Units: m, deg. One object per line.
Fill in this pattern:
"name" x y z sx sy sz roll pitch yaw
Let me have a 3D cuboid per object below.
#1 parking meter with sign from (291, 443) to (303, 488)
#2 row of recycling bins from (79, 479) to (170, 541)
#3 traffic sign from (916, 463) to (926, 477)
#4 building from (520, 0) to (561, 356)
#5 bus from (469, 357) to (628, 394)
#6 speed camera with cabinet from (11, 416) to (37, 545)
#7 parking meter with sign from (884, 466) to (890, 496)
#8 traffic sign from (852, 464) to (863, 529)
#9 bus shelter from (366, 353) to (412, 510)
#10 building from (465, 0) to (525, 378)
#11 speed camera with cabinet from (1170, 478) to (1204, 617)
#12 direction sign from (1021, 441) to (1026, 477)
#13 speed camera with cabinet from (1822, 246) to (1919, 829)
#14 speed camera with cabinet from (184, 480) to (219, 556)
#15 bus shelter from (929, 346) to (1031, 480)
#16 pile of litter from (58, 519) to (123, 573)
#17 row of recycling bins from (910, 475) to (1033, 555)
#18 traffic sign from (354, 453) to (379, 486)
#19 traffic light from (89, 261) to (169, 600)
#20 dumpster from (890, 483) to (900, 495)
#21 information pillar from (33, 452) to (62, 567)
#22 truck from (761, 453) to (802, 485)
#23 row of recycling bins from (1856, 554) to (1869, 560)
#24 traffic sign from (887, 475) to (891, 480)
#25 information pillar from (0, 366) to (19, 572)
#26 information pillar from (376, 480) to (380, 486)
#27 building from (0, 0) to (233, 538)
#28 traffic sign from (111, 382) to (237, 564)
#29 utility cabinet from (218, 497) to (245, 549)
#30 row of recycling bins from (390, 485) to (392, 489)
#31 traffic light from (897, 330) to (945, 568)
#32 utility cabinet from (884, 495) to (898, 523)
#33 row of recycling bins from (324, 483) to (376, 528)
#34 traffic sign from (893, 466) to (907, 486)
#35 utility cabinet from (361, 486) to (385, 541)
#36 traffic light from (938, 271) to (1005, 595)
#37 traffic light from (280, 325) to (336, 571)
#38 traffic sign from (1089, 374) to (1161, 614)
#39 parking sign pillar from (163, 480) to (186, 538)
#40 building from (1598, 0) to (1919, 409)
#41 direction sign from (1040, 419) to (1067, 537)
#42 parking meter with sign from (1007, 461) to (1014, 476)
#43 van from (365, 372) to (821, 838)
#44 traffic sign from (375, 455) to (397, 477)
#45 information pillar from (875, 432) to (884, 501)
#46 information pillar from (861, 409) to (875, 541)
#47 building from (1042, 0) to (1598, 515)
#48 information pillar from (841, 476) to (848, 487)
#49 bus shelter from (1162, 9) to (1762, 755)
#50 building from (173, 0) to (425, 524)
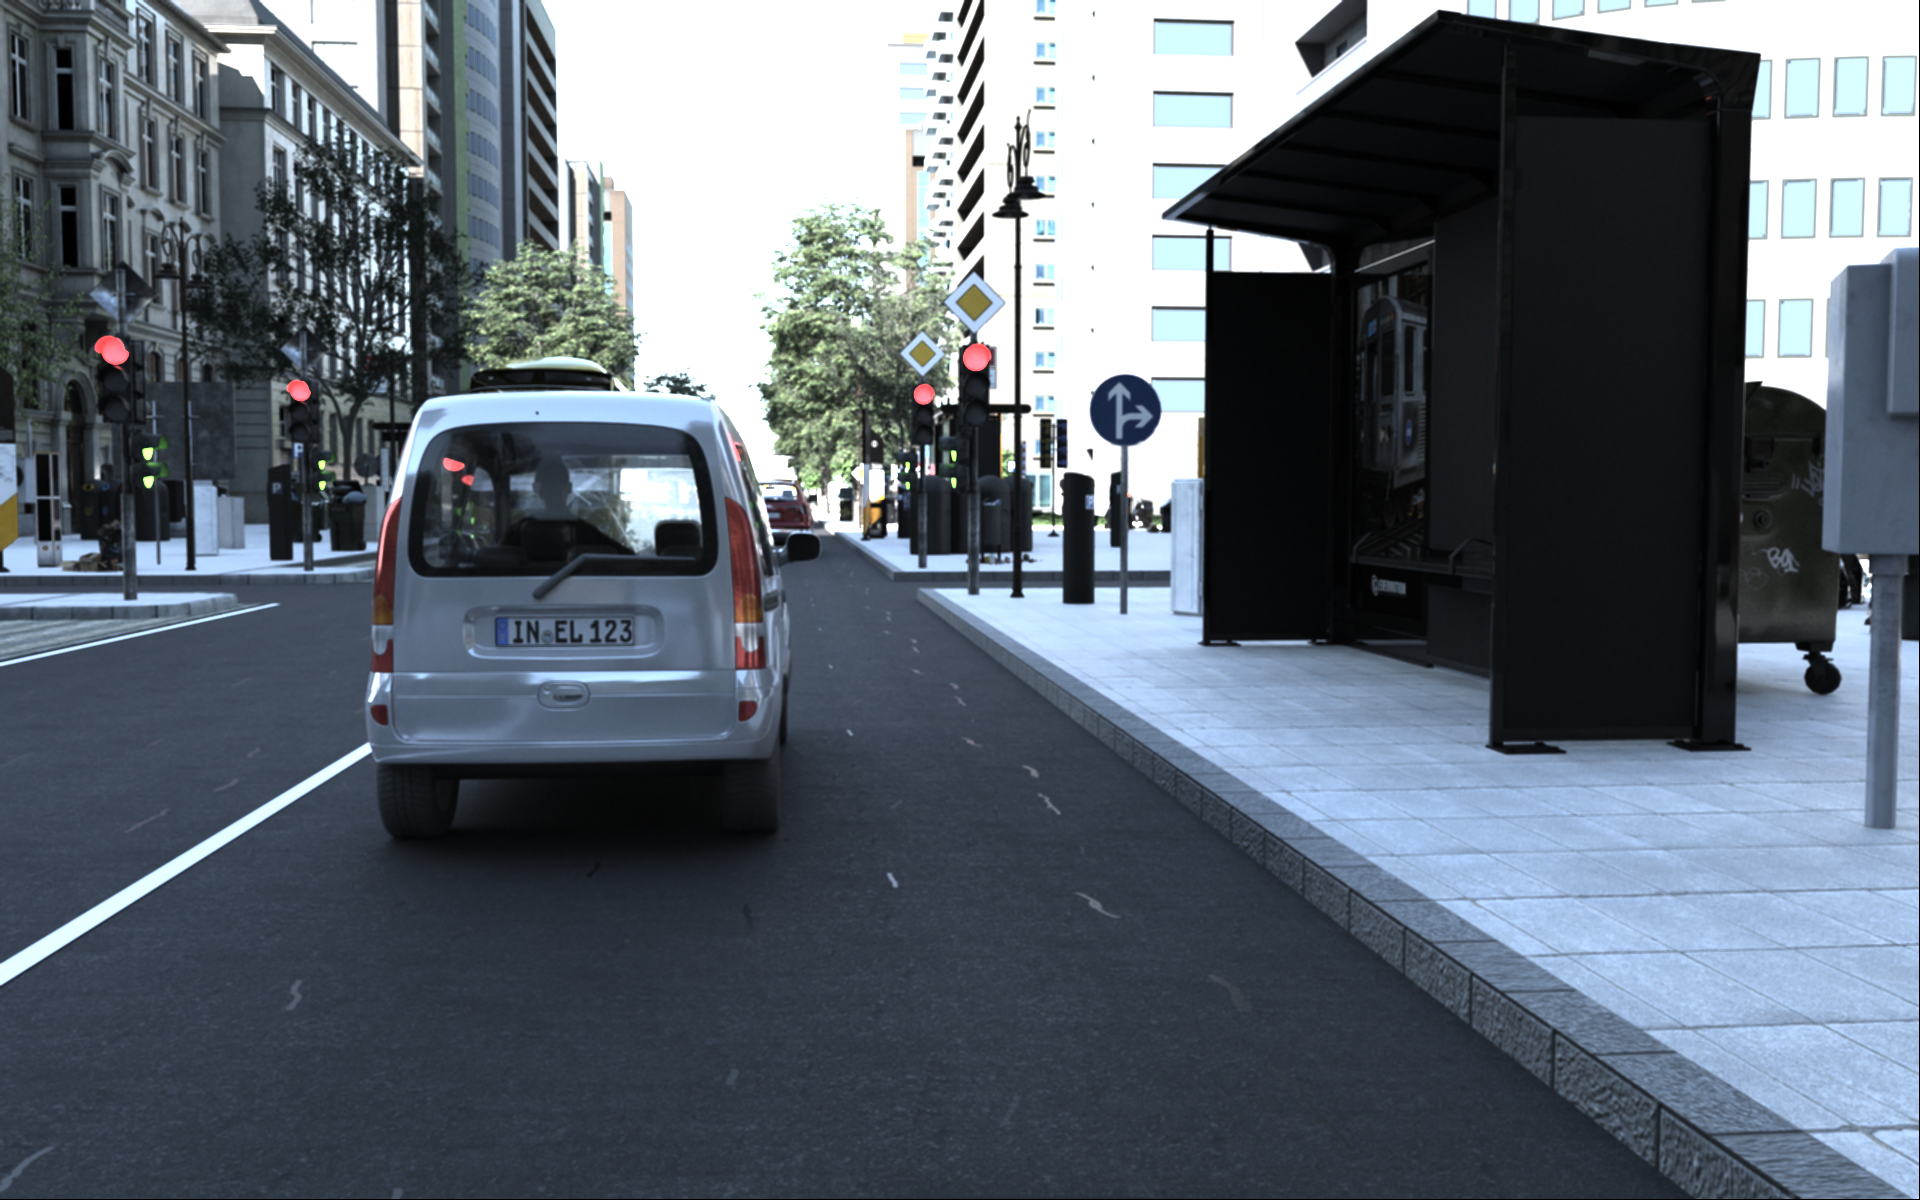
"parking meter with sign" -22.101 -3.714 56.991 0.543 3.016 1.738 0 4 7
"row of recycling bins" -23.194 -2.507 48.109 3.534 1.692 1.069 2 4 33
"traffic sign" -1.606 -3.912 63.971 0.884 2.594 0.081 0 4 -5
"building" -47.619 -32.394 153.343 21.300 48.544 21.600 0 4 -6
"bus" -7.826 -2.640 34.718 2.896 3.916 12.252 0 4 -8
"speed camera with cabinet" -24.302 -3.039 44.031 2.038 3.252 0.660 1 4 20
"parking meter with sign" -3.432 -5.102 79.682 0.543 3.016 1.738 0 4 3
"traffic sign" -3.581 -3.836 63.909 0.795 2.450 0.064 0 4 3
"bus shelter" -16.295 -4.562 52.226 2.179 5.291 8.768 0 4 -6
"building" -45.213 -35.853 128.196 21.231 58.520 28.212 0 4 -6
"speed camera with cabinet" 3.275 -1.487 18.655 2.038 3.252 0.660 -2 4 -27
"direction sign" 2.651 -5.033 74.293 0.379 3.537 0.876 -1 4 -19
"speed camera with cabinet" 4.391 -0.741 6.457 2.038 3.252 0.660 1 4 20
"speed camera with cabinet" -16.027 -2.580 36.525 0.660 3.252 2.038 -2 4 -26
"bus shelter" 0.188 -4.092 44.540 2.179 5.291 8.768 0 4 -6
"pile of litter" -14.470 -0.920 28.999 1.176 0.858 1.719 -1 4 -14
"row of recycling bins" 0.328 -1.872 37.728 1.069 1.692 3.534 3 5 43
"traffic sign" -18.555 -3.306 54.152 0.768 2.556 0.104 0 4 0
"traffic light" -10.050 -1.956 20.902 0.839 4.253 0.868 0 4 -6
"dumpster" -3.412 -5.379 93.698 1.264 1.857 1.865 0 4 -6
"information pillar" -16.015 -1.586 30.423 0.304 2.012 0.304 0 4 -2
"truck" -12.836 -8.288 124.414 2.839 4.237 11.283 0 4 -5
"row of recycling bins" 18.799 -1.645 34.009 3.534 1.692 1.069 0 4 -8
"traffic sign" -4.584 -6.424 105.144 0.768 2.556 0.104 0 3 0
"information pillar" -15.719 -2.260 28.314 0.504 3.616 0.183 -3 5 -42
"information pillar" -29.580 -5.133 88.423 0.304 2.012 0.304 2 4 23
"building" -33.736 -14.369 54.020 14.460 24.649 34.723 0 4 -6
"traffic sign" -14.281 -2.299 31.464 2.265 3.308 0.079 0 4 1
"utility cabinet" -17.201 -1.815 40.836 0.306 1.237 1.020 -3 5 -44
"row of recycling bins" -24.989 -4.134 74.699 1.069 1.692 3.534 2 4 29
"traffic light" -0.668 -2.507 29.914 0.839 4.253 0.868 0 4 -6
"utility cabinet" -2.908 -4.011 76.734 1.020 1.237 0.306 3 5 39
"row of recycling bins" -23.923 -3.606 66.073 3.534 1.692 1.069 0 4 -7
"traffic sign" -2.087 -3.598 60.957 0.606 2.300 0.079 0 4 -2
"utility cabinet" -15.964 -2.325 46.698 1.173 1.500 0.318 3 4 36
"traffic light" 0.155 -2.021 21.971 0.839 4.253 0.868 0 4 -6
"traffic light" -10.873 -2.442 28.845 0.839 4.253 0.868 0 4 -6
"traffic sign" 1.755 -1.124 18.487 0.768 2.556 0.104 0 4 1
"parking sign pillar" -22.982 -3.837 51.201 1.447 3.967 1.447 1 4 10
"building" 25.022 -31.237 52.724 28.212 58.520 21.231 0 4 -6
"direction sign" 2.825 -3.683 52.209 0.876 3.537 0.379 -1 4 -20
"parking meter with sign" 2.291 -5.914 92.961 0.543 3.016 1.738 -2 4 -34
"van" -1.698 -0.099 8.638 2.013 2.044 4.112 0 4 -5
"traffic sign" -18.121 -3.330 54.548 0.768 2.556 0.104 0 4 0
"information pillar" -2.964 -4.290 61.492 0.504 3.616 0.183 -1 4 -19
"information pillar" -2.592 -3.456 47.855 0.183 3.616 0.504 1 4 14
"building" 15.389 -33.341 87.117 21.231 58.520 28.212 0 4 -6
"information pillar" -6.046 -6.070 90.591 0.504 3.616 0.183 -3 5 -41
"bus shelter" 2.859 -1.244 11.621 1.731 3.624 6.357 0 4 -6
"building" -37.917 -15.492 86.577 16.112 22.955 30.059 0 4 -6
